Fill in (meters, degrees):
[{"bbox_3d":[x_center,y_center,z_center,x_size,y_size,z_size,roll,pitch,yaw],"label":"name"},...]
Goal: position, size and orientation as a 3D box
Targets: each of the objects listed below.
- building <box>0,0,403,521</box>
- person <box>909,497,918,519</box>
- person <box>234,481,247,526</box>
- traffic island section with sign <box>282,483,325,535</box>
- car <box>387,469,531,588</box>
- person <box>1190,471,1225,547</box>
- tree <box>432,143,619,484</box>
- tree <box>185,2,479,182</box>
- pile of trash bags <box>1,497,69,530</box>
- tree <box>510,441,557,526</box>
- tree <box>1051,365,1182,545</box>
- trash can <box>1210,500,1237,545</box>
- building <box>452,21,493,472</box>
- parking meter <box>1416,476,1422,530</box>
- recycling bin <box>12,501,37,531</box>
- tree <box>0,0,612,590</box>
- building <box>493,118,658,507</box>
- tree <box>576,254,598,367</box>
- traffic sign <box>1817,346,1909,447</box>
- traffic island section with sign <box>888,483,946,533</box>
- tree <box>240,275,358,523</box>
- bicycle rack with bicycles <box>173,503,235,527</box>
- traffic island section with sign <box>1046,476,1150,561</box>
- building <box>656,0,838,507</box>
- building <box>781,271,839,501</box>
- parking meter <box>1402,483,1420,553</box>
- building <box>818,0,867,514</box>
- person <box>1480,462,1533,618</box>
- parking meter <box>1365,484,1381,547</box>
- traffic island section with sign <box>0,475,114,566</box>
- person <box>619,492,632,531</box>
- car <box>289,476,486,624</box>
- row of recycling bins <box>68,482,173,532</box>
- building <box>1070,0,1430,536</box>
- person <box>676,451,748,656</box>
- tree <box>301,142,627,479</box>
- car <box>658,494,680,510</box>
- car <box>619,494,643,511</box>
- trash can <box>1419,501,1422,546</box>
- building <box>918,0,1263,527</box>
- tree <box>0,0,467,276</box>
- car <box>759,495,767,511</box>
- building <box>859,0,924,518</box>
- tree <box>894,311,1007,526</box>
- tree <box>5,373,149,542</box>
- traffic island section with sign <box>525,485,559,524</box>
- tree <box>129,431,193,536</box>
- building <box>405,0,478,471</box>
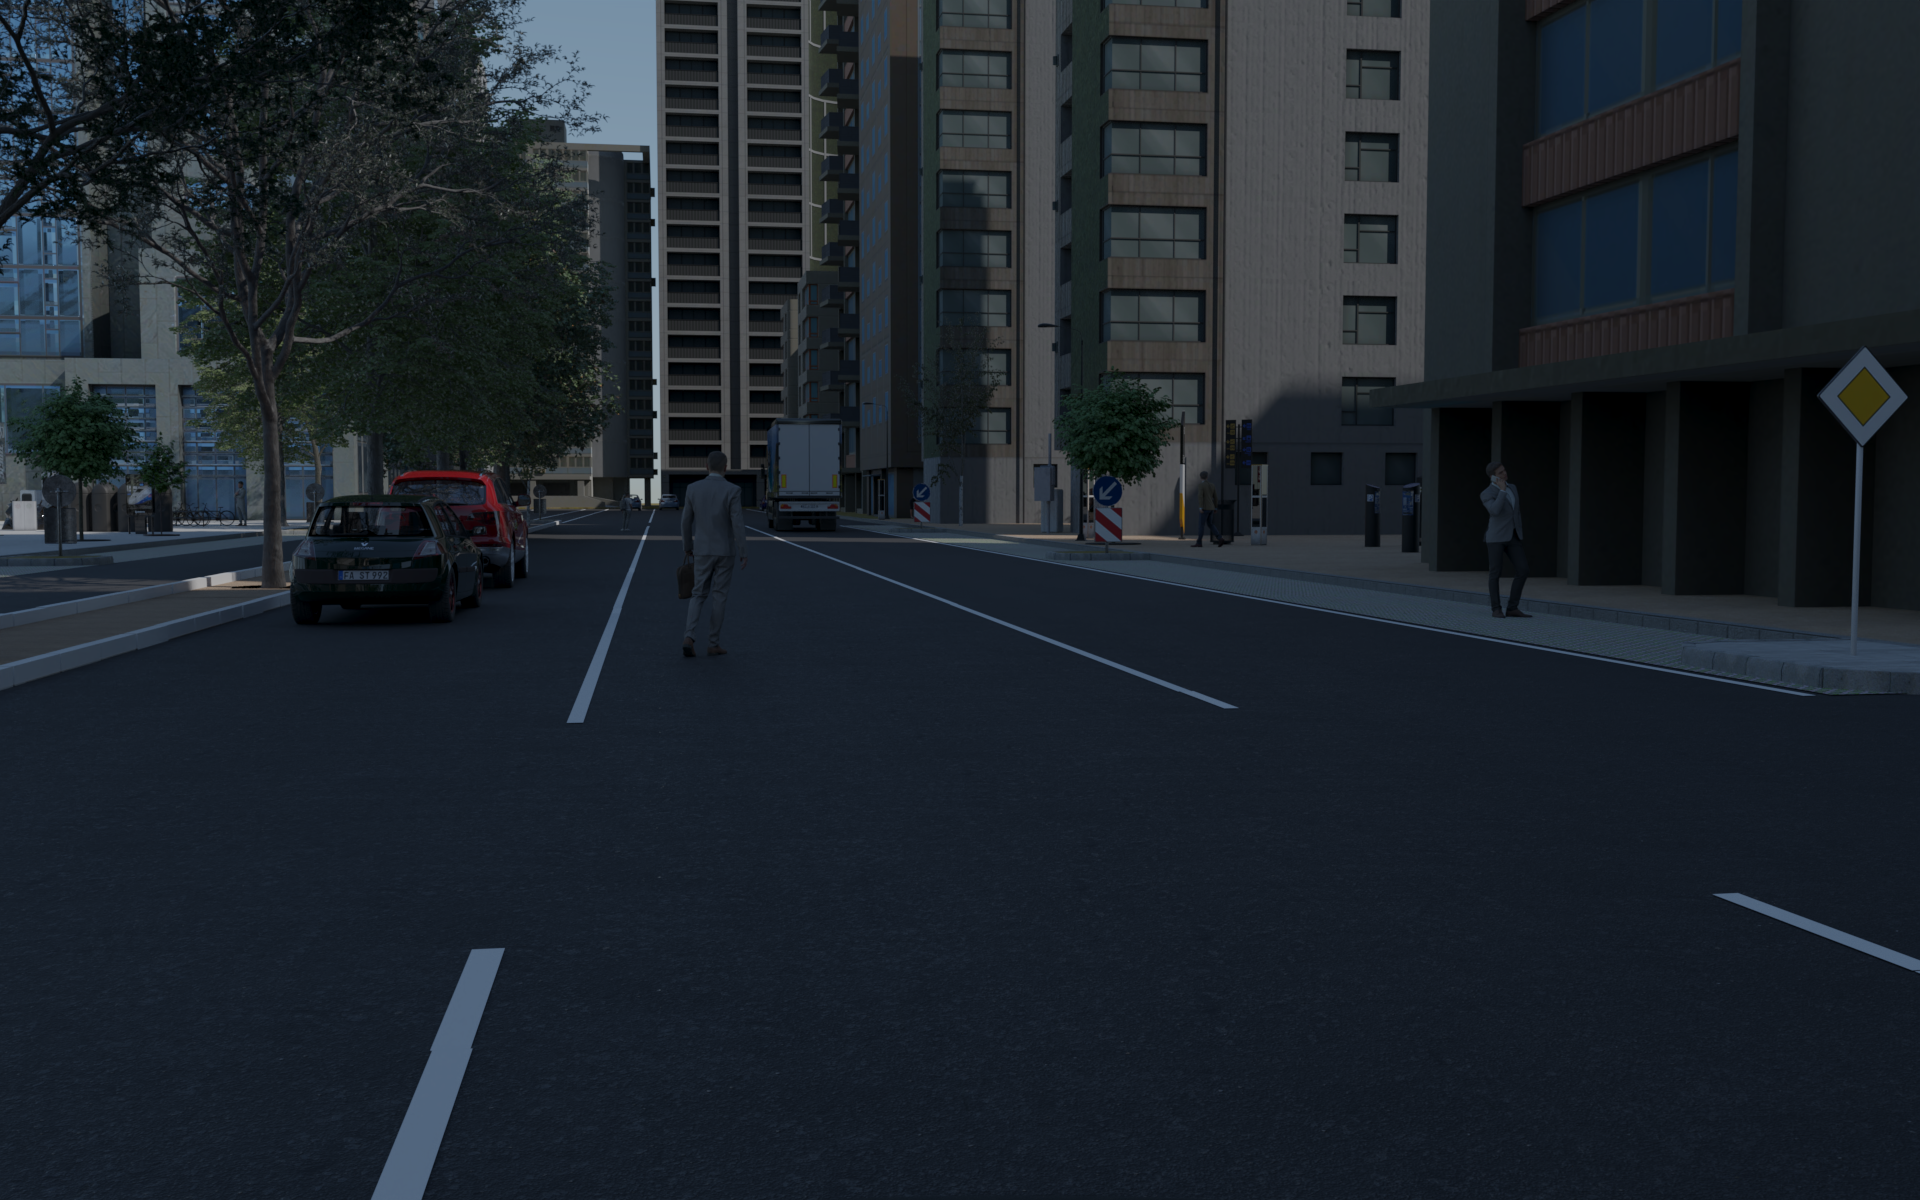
[{"bbox_3d":[-43.096,-47.858,95.146,22.319,86.520,31.000,-1,4,-10],"label":"building"},{"bbox_3d":[-2.218,-4.934,89.910,0.799,1.438,0.628,-1,4,-20],"label":"person"},{"bbox_3d":[-28.882,-3.866,69.438,0.511,1.800,0.466,1,4,16],"label":"person"},{"bbox_3d":[-22.977,-3.242,61.637,1.989,1.847,2.006,-1,4,-10],"label":"traffic island section with sign"},{"bbox_3d":[-8.105,-1.172,27.839,2.281,1.827,5.304,-1,4,-10],"label":"car"},{"bbox_3d":[5.988,-2.192,41.800,0.836,1.842,0.656,1,4,17],"label":"person"},{"bbox_3d":[-16.892,-9.410,62.966,9.857,13.997,8.962,0,3,0],"label":"tree"},{"bbox_3d":[-12.112,-7.026,35.458,7.486,12.596,7.792,0,3,0],"label":"tree"},{"bbox_3d":[-32.833,-3.234,62.623,3.447,1.369,1.912,1,4,12],"label":"pile of trash bags"},{"bbox_3d":[-19.407,-7.637,77.680,4.360,8.622,3.978,0,3,0],"label":"tree"},{"bbox_3d":[3.991,-3.693,44.101,4.285,4.588,4.351,0,3,0],"label":"tree"},{"bbox_3d":[6.659,-1.978,43.989,0.748,1.137,0.748,0,3,0],"label":"trash can"},{"bbox_3d":[-48.459,-28.588,151.002,14.086,41.232,14.154,-1,4,-10],"label":"building"},{"bbox_3d":[13.561,-2.752,50.708,0.399,1.863,0.255,-2,4,-30],"label":"parking meter"},{"bbox_3d":[-32.858,-2.954,60.852,0.722,1.027,0.722,-2,4,-25],"label":"recycling bin"},{"bbox_3d":[-10.334,-6.902,25.674,12.009,13.543,11.850,0,3,0],"label":"tree"},{"bbox_3d":[-44.104,-29.979,182.044,23.993,40.220,32.217,-1,4,-10],"label":"building"},{"bbox_3d":[-13.403,-7.575,44.436,7.486,12.596,7.792,0,3,0],"label":"tree"},{"bbox_3d":[7.128,-0.703,13.681,0.795,2.593,0.064,-1,4,-10],"label":"traffic sign"},{"bbox_3d":[-1.643,-3.422,64.569,1.989,1.847,2.006,-1,4,-10],"label":"traffic island section with sign"},{"bbox_3d":[-29.107,-9.314,78.047,9.928,11.665,9.643,0,3,0],"label":"tree"},{"bbox_3d":[-30.785,-3.399,68.962,2.925,0.926,2.852,0,4,-1],"label":"bicycle rack with bicycles"},{"bbox_3d":[2.945,-1.797,38.006,1.989,1.847,2.006,-1,4,-10],"label":"traffic island section with sign"},{"bbox_3d":[-20.931,-45.343,179.618,20.611,71.187,20.563,-1,4,-10],"label":"building"},{"bbox_3d":[-0.710,-18.695,150.709,27.650,21.520,28.899,-1,4,-10],"label":"building"},{"bbox_3d":[9.904,-1.813,38.047,0.372,1.533,0.369,0,3,0],"label":"parking meter"},{"bbox_3d":[1.760,-28.508,120.722,22.147,44.769,28.867,-1,4,-10],"label":"building"},{"bbox_3d":[6.296,-0.690,19.960,0.592,1.802,0.473,-1,4,-11],"label":"person"},{"bbox_3d":[10.014,-2.054,41.999,0.372,1.533,0.369,0,3,0],"label":"parking meter"},{"bbox_3d":[-18.365,-1.617,35.063,1.989,1.847,2.006,-1,4,-10],"label":"traffic island section with sign"},{"bbox_3d":[-13.075,-3.467,67.784,0.503,1.515,0.523,-1,4,-15],"label":"person"},{"bbox_3d":[-6.724,-0.660,20.585,2.009,1.686,4.222,-1,4,-9],"label":"car"},{"bbox_3d":[-28.504,-3.160,58.787,3.534,1.692,1.069,0,4,1],"label":"row of recycling bins"},{"bbox_3d":[10.244,-17.642,60.142,14.160,30.474,14.107,-1,4,-10],"label":"building"},{"bbox_3d":[-2.205,-0.417,15.433,0.709,1.813,0.853,1,4,9],"label":"person"},{"bbox_3d":[-15.162,-8.160,52.889,9.611,12.733,9.660,0,3,0],"label":"tree"},{"bbox_3d":[-25.956,-8.713,154.463,2.014,1.417,4.499,-1,4,-10],"label":"car"},{"bbox_3d":[-28.544,-8.457,150.274,2.014,1.417,4.499,-1,4,-9],"label":"car"},{"bbox_3d":[11.479,-1.918,43.006,0.748,1.137,0.748,0,3,0],"label":"trash can"},{"bbox_3d":[4.900,-18.955,81.614,14.160,30.474,14.107,-1,4,-10],"label":"building"},{"bbox_3d":[-8.475,-4.770,14.863,8.767,10.594,7.601,-1,4,-10],"label":"tree"},{"bbox_3d":[-15.992,-8.173,146.213,1.945,1.354,3.894,-1,4,-8],"label":"car"},{"bbox_3d":[1.967,-27.385,97.858,14.600,45.320,14.200,-1,4,-10],"label":"building"},{"bbox_3d":[-0.174,-7.284,69.451,4.360,8.622,3.978,0,3,0],"label":"tree"},{"bbox_3d":[-23.903,-3.880,47.146,4.285,4.588,4.351,0,3,0],"label":"tree"},{"bbox_3d":[-20.637,-4.694,84.885,2.006,1.907,1.989,-1,4,-10],"label":"traffic island section with sign"},{"bbox_3d":[-24.304,-3.568,52.944,1.663,3.219,1.824,0,3,0],"label":"tree"},{"bbox_3d":[-48.836,-31.030,126.956,23.786,49.044,30.456,-1,4,-10],"label":"building"}]
